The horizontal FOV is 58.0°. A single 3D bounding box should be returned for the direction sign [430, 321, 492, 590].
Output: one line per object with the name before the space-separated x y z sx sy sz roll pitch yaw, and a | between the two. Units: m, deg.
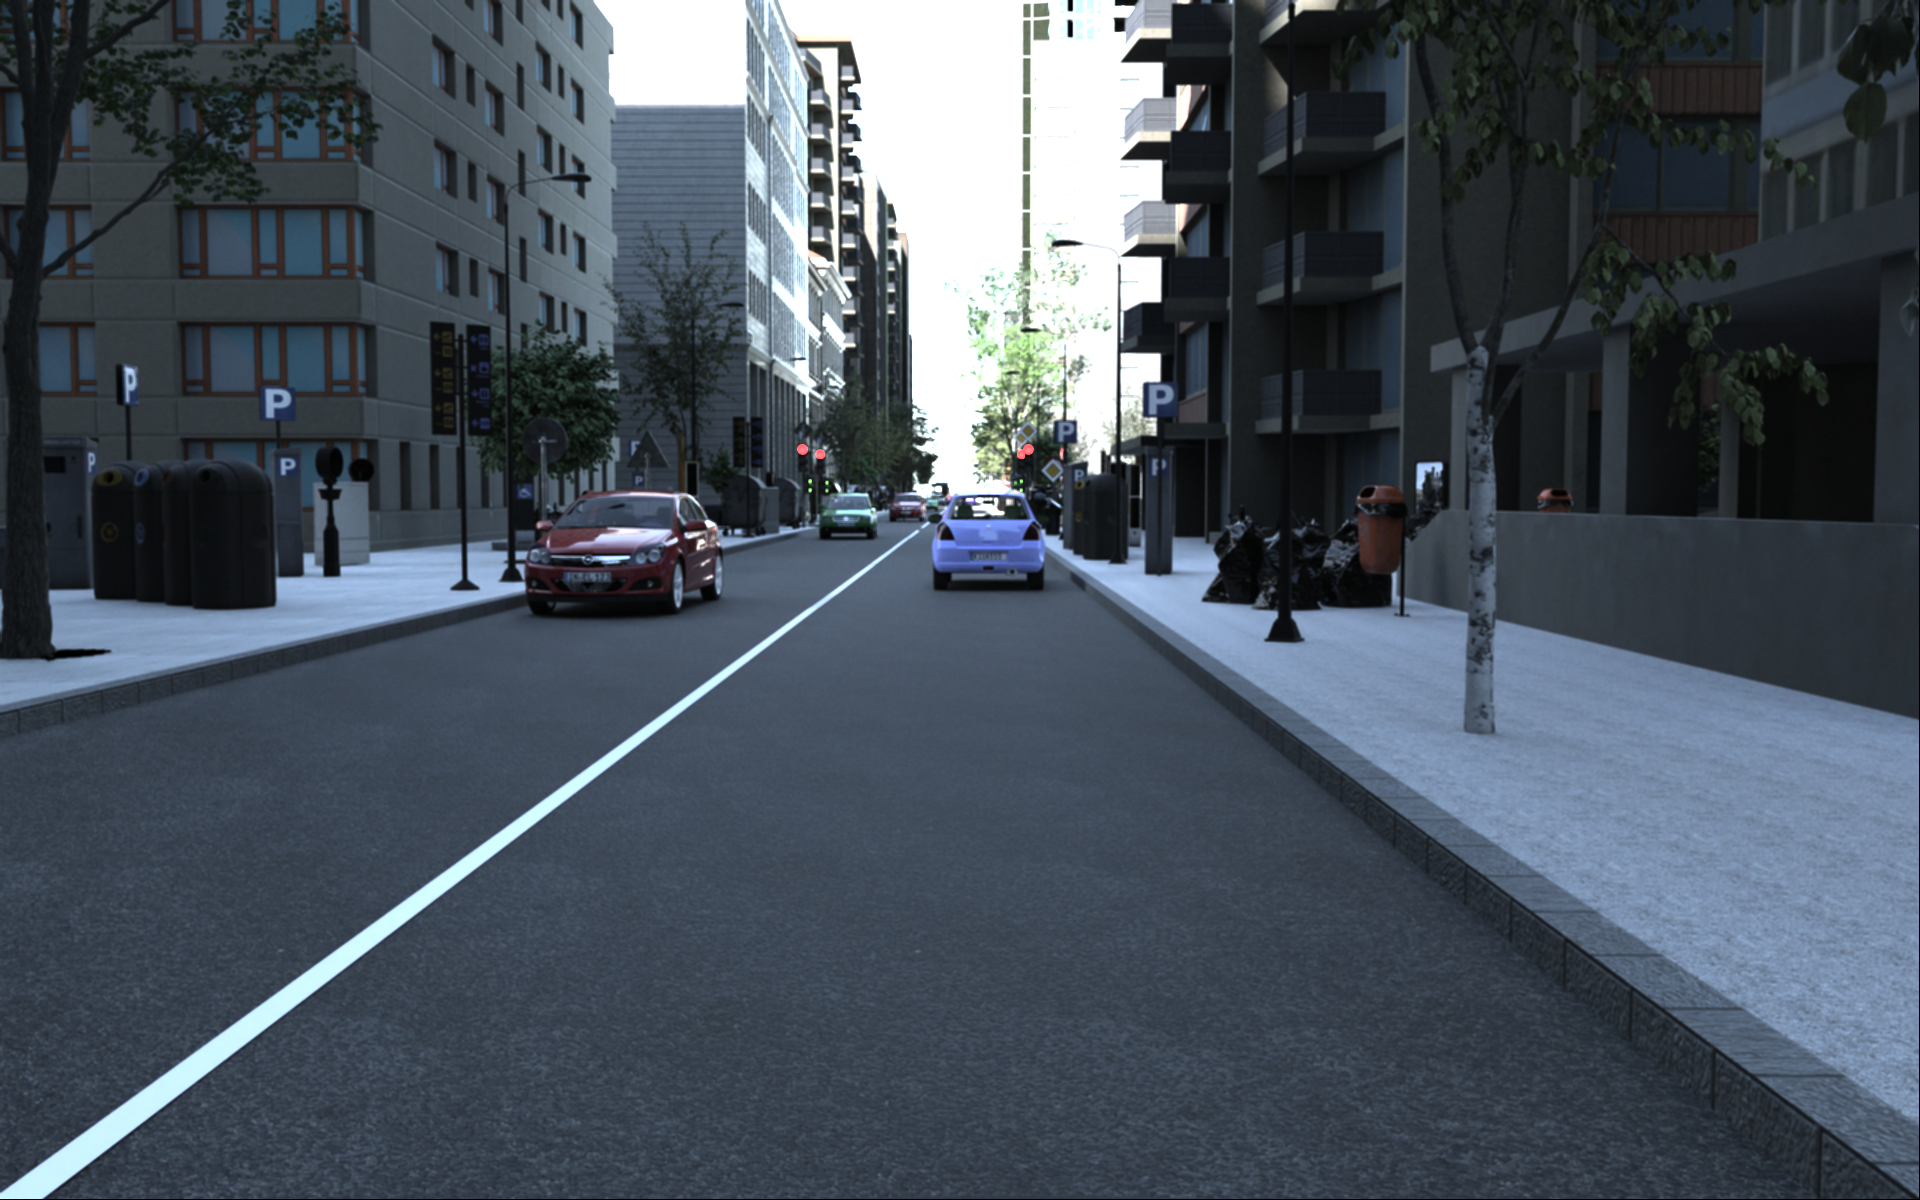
direction sign | -6.637 -1.903 23.115 0.379 3.537 0.876 3 5 44

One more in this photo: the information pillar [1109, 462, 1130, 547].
information pillar | 3.641 -2.166 39.907 0.304 2.012 0.304 -2 4 -33

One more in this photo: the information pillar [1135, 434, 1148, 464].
information pillar | 7.042 -4.637 67.173 0.504 3.616 0.183 0 4 -7

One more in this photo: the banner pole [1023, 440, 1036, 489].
banner pole | 3.249 -5.530 80.427 0.863 3.779 0.401 -1 4 -19

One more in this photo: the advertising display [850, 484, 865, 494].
advertising display | -6.548 -6.438 110.477 0.974 1.923 0.123 0 4 5

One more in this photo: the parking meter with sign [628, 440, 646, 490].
parking meter with sign | -10.271 -3.608 55.252 0.543 3.016 1.738 -1 4 -12

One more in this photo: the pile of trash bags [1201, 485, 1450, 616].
pile of trash bags | 4.109 -0.598 19.535 1.912 1.369 3.447 -1 4 -13

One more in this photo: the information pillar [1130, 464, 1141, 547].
information pillar | 4.244 -2.310 42.254 0.304 2.012 0.304 0 4 -4

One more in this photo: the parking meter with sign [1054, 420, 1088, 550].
parking meter with sign | 2.661 -2.690 40.242 0.543 3.016 1.738 -1 4 -11

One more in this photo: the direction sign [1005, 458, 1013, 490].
direction sign | 3.265 -7.129 108.548 0.876 3.537 0.379 1 4 8

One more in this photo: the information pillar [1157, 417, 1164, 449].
information pillar | 4.597 -2.962 39.780 0.183 3.616 0.504 1 4 18

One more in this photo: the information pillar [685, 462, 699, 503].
information pillar | -6.060 -2.126 39.254 0.304 2.012 0.304 0 4 -7

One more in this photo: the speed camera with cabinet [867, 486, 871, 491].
speed camera with cabinet | -7.419 -9.100 143.121 0.660 3.252 2.038 1 4 18

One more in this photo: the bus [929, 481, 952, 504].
bus | -2.664 -15.357 245.949 2.948 3.499 13.247 0 4 2

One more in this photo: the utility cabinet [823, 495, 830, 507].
utility cabinet | -5.957 -4.086 77.971 0.306 1.237 1.020 0 4 5

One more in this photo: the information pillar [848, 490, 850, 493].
information pillar | -8.257 -8.516 130.590 0.183 3.616 0.504 3 5 43

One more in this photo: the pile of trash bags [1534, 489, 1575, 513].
pile of trash bags | 8.657 -1.182 29.071 3.447 1.369 1.912 -1 4 -10

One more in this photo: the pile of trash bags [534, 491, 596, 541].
pile of trash bags | -10.216 -2.215 45.974 1.912 1.369 3.447 -2 4 -30

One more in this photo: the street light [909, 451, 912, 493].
street light | -5.511 -11.965 168.168 1.470 5.913 1.316 0 4 0

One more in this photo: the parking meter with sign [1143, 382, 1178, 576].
parking meter with sign | 3.223 -1.933 27.864 0.543 3.016 1.738 0 4 7

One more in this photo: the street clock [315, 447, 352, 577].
street clock | -9.777 -1.366 26.903 0.358 2.002 0.471 0 4 6

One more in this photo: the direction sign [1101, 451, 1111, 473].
direction sign | 7.645 -6.037 90.707 0.379 3.537 0.876 -2 4 -31

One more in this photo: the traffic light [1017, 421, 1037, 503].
traffic light | 2.588 -4.731 66.279 0.839 4.253 0.868 0 4 0

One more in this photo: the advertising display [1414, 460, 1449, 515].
advertising display | 8.945 -1.693 32.895 0.123 1.923 0.974 -1 4 -18

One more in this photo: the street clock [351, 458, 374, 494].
street clock | -12.180 -1.878 35.271 0.471 2.002 0.358 -2 4 -30

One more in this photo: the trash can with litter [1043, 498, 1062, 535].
trash can with litter | 3.134 -2.611 54.081 1.055 1.170 0.624 1 4 20

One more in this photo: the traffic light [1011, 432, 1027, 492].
traffic light | 2.620 -5.220 74.264 0.839 4.253 0.868 0 4 0

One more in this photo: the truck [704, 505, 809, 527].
truck | -15.681 -4.966 70.952 18.799 4.110 2.967 0 4 1

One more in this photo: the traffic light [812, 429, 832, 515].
traffic light | -5.941 -5.221 74.283 0.839 4.253 0.868 0 4 0

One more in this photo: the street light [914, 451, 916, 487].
street light | -5.372 -12.991 184.951 1.470 5.913 1.316 0 4 0

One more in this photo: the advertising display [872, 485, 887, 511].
advertising display | -6.047 -7.693 130.991 0.974 1.923 0.123 0 4 6

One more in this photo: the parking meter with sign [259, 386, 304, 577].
parking meter with sign | -10.726 -1.911 27.499 0.543 3.016 1.738 -2 4 -27

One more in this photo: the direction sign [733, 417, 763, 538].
direction sign | -6.238 -3.609 51.004 0.876 3.537 0.379 -1 4 -22

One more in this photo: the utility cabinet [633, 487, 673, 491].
utility cabinet | -9.158 -2.633 51.735 1.173 1.500 0.318 1 4 19

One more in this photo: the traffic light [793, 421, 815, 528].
traffic light | -5.974 -4.733 66.298 0.839 4.253 0.868 0 4 0

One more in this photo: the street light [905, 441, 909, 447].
street light | -5.434 -10.938 151.384 1.470 5.913 1.316 0 4 0

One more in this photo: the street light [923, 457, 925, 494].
street light | -5.158 -16.028 234.592 1.470 5.913 1.316 0 4 0

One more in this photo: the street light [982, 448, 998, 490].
street light | 2.886 -12.337 174.254 1.470 5.913 1.316 0 4 0

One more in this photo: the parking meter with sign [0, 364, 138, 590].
parking meter with sign | -12.081 -1.660 23.407 1.738 3.016 0.543 0 4 -6

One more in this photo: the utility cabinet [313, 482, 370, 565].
utility cabinet | -11.129 -1.375 31.158 0.318 1.500 1.173 1 4 17

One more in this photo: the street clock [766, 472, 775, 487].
street clock | -6.183 -3.174 56.470 0.358 2.002 0.471 0 4 3

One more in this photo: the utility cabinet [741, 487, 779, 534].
utility cabinet | -6.409 -2.870 55.603 1.173 1.500 0.318 -1 4 -21
